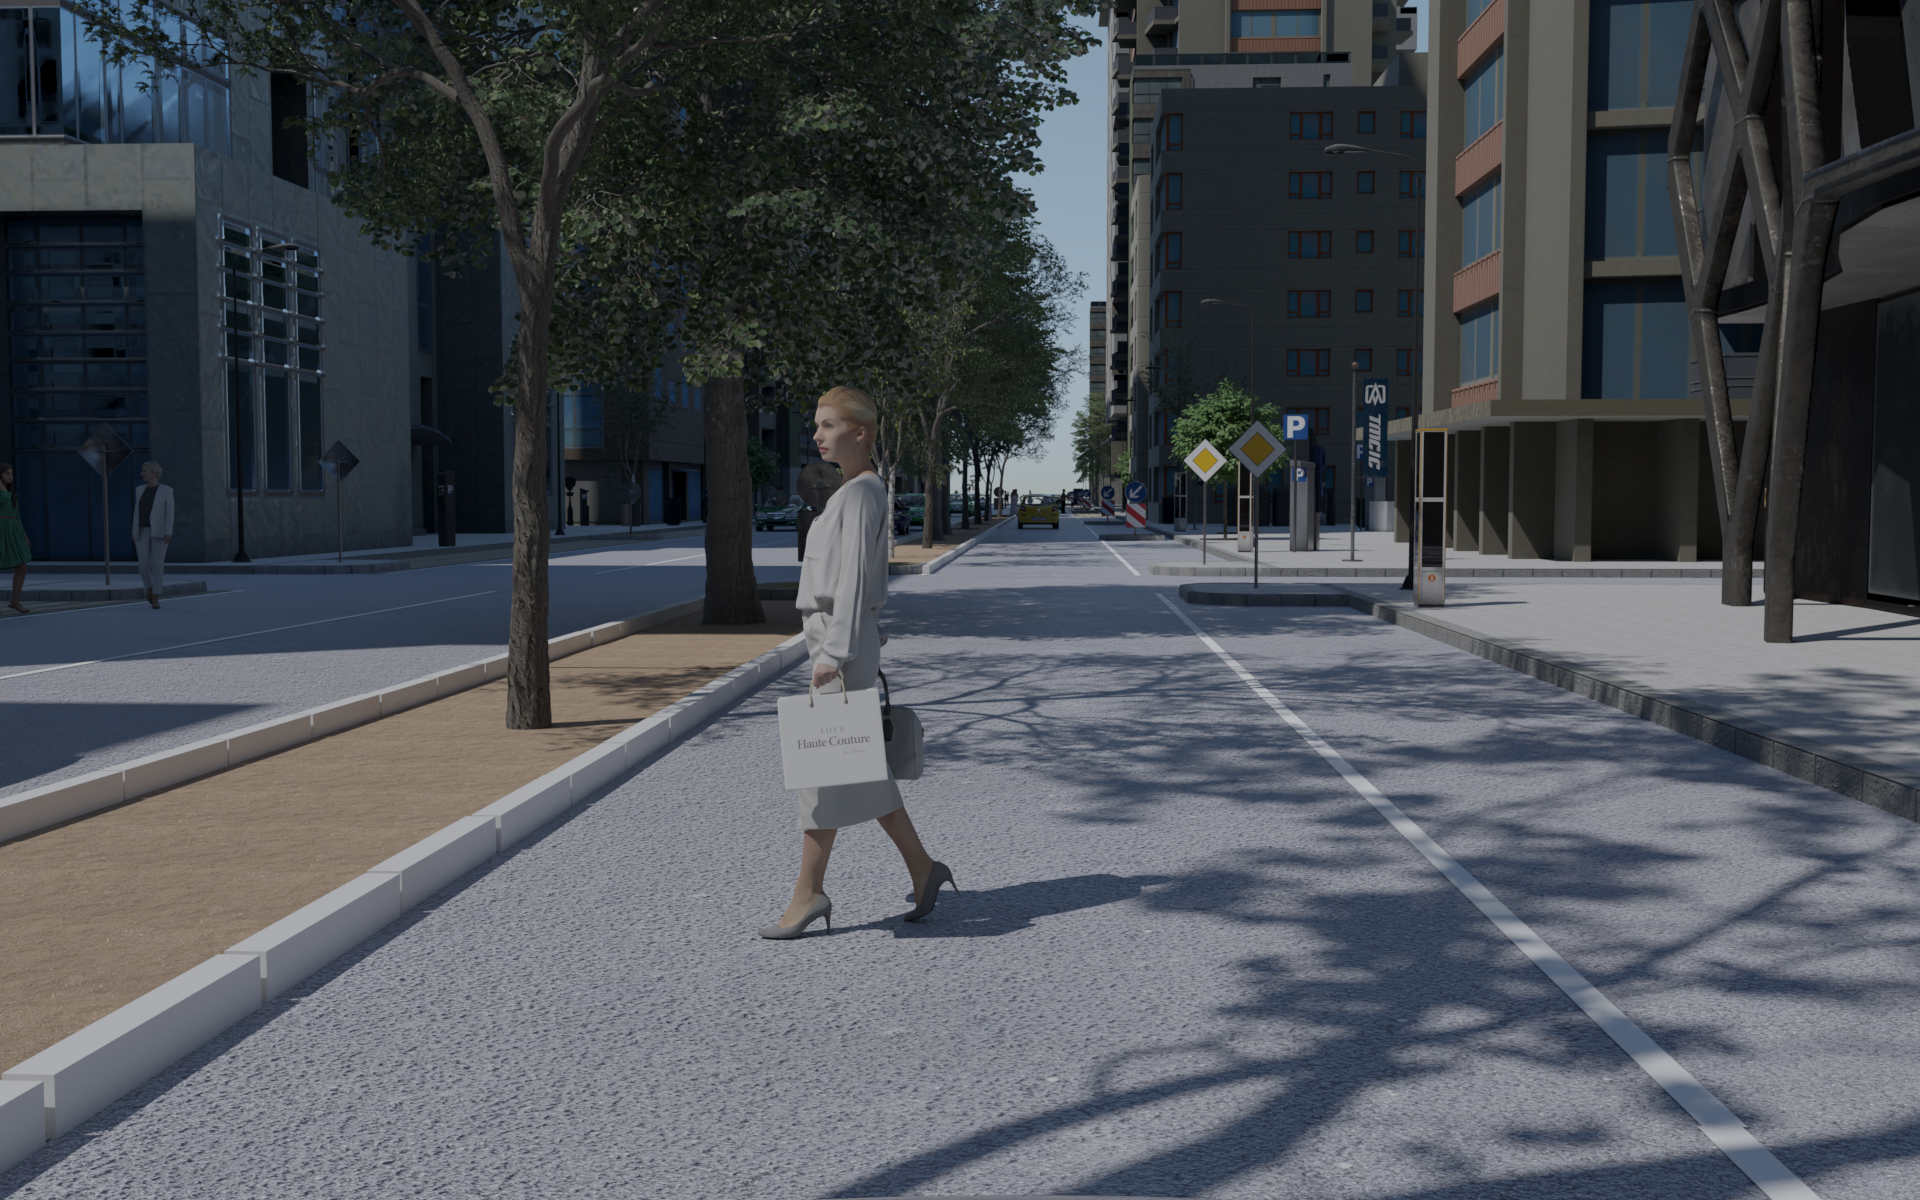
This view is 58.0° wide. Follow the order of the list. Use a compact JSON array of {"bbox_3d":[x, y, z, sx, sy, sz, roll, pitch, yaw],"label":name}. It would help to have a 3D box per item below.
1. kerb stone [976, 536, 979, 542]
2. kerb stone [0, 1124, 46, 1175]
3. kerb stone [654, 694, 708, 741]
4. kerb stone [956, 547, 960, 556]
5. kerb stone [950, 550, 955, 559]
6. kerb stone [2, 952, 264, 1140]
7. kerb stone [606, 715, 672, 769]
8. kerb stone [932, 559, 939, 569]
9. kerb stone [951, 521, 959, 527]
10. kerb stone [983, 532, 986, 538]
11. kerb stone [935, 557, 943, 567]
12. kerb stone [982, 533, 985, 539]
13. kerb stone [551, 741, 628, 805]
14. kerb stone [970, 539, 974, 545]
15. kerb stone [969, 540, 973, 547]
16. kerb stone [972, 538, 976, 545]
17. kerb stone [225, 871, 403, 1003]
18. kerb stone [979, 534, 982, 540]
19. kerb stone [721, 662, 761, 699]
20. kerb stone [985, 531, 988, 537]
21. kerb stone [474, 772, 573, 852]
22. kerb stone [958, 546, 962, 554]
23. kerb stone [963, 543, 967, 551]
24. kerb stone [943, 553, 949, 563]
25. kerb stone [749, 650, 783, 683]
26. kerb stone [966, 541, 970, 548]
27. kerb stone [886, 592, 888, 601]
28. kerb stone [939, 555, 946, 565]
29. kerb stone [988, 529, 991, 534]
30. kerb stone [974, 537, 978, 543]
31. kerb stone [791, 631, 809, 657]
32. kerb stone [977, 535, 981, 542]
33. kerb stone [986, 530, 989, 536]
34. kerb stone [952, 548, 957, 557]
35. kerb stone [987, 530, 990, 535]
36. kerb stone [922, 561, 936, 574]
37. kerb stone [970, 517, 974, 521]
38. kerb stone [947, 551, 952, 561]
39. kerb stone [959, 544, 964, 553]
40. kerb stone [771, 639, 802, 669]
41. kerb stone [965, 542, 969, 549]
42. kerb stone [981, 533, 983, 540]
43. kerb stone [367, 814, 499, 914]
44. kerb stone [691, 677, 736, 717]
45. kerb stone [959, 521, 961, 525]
[{"bbox_3d":[0.399,-1.695,49.910,0.120,0.150,1.000,0,4,3],"label":"kerb stone"},{"bbox_3d":[-2.098,1.161,3.311,0.120,0.150,1.000,0,4,3],"label":"kerb stone"},{"bbox_3d":[-1.702,0.717,10.492,0.120,0.150,1.000,0,4,3],"label":"kerb stone"},{"bbox_3d":[-0.152,-1.068,39.662,0.120,0.150,1.000,0,4,3],"label":"kerb stone"},{"bbox_3d":[-0.248,-0.938,37.607,0.120,0.150,1.000,0,4,3],"label":"kerb stone"},{"bbox_3d":[-2.039,1.095,4.340,0.120,0.150,1.000,0,4,3],"label":"kerb stone"},{"bbox_3d":[-1.761,0.781,9.467,0.120,0.150,1.000,0,4,3],"label":"kerb stone"},{"bbox_3d":[-0.533,-0.630,32.499,0.120,0.150,1.000,0,4,3],"label":"kerb stone"},{"bbox_3d":[-0.226,-3.394,77.682,0.120,0.150,1.000,0,4,3],"label":"kerb stone"},{"bbox_3d":[0.673,-2.008,55.023,0.120,0.150,1.000,0,4,3],"label":"kerb stone"},{"bbox_3d":[-0.478,-0.693,33.522,0.120,0.150,1.000,0,4,3],"label":"kerb stone"},{"bbox_3d":[0.617,-1.945,53.997,0.120,0.150,1.000,0,4,3],"label":"kerb stone"},{"bbox_3d":[-1.814,0.845,8.446,0.120,0.150,1.000,0,4,3],"label":"kerb stone"},{"bbox_3d":[0.231,-1.506,46.816,0.120,0.150,1.000,0,4,3],"label":"kerb stone"},{"bbox_3d":[0.181,-1.443,45.794,0.120,0.150,1.000,0,4,3],"label":"kerb stone"},{"bbox_3d":[0.295,-1.569,47.848,0.120,0.150,1.000,0,4,3],"label":"kerb stone"},{"bbox_3d":[-1.982,1.031,5.371,0.120,0.150,1.000,0,4,3],"label":"kerb stone"},{"bbox_3d":[0.510,-1.820,51.951,0.120,0.150,1.000,0,4,3],"label":"kerb stone"},{"bbox_3d":[-1.603,0.592,12.538,0.120,0.150,1.000,0,4,3],"label":"kerb stone"},{"bbox_3d":[0.730,-2.069,56.043,0.120,0.150,1.000,0,4,3],"label":"kerb stone"},{"bbox_3d":[-1.866,0.904,7.420,0.120,0.150,1.000,0,4,3],"label":"kerb stone"},{"bbox_3d":[-0.095,-1.131,40.684,0.120,0.150,1.000,0,4,3],"label":"kerb stone"},{"bbox_3d":[0.021,-1.256,42.728,0.120,0.150,1.000,0,4,3],"label":"kerb stone"},{"bbox_3d":[-0.367,-0.815,35.566,0.120,0.150,1.000,0,4,3],"label":"kerb stone"},{"bbox_3d":[-1.543,0.529,13.562,0.120,0.150,1.000,0,4,3],"label":"kerb stone"},{"bbox_3d":[0.119,-1.381,44.770,0.120,0.150,1.000,0,4,3],"label":"kerb stone"},{"bbox_3d":[-1.050,-0.030,22.770,0.120,0.150,1.000,0,4,3],"label":"kerb stone"},{"bbox_3d":[-0.429,-0.755,34.543,0.120,0.150,1.000,0,4,3],"label":"kerb stone"},{"bbox_3d":[0.898,-2.257,59.116,0.120,0.150,1.000,0,4,3],"label":"kerb stone"},{"bbox_3d":[0.341,-1.632,48.878,0.120,0.150,1.000,0,4,3],"label":"kerb stone"},{"bbox_3d":[-1.428,0.403,15.605,0.120,0.150,1.000,0,4,3],"label":"kerb stone"},{"bbox_3d":[0.450,-1.758,50.931,0.120,0.150,1.000,0,4,3],"label":"kerb stone"},{"bbox_3d":[0.784,-2.125,57.064,0.120,0.150,1.000,0,4,3],"label":"kerb stone"},{"bbox_3d":[-0.202,-1.002,38.641,0.120,0.150,1.000,0,4,3],"label":"kerb stone"},{"bbox_3d":[0.836,-2.195,58.089,0.120,0.150,1.000,0,4,3],"label":"kerb stone"},{"bbox_3d":[-0.585,-0.565,31.479,0.120,0.150,1.000,0,4,3],"label":"kerb stone"},{"bbox_3d":[0.709,-4.457,95.069,0.120,0.150,1.000,0,4,3],"label":"kerb stone"},{"bbox_3d":[-0.310,-0.880,36.586,0.120,0.150,1.000,0,4,3],"label":"kerb stone"},{"bbox_3d":[-0.039,-1.193,41.708,0.120,0.150,1.000,0,4,3],"label":"kerb stone"},{"bbox_3d":[-1.483,0.466,14.585,0.120,0.150,1.000,0,4,3],"label":"kerb stone"},{"bbox_3d":[0.068,-1.318,43.749,0.120,0.150,1.000,0,4,3],"label":"kerb stone"},{"bbox_3d":[0.561,-1.877,52.977,0.120,0.150,1.000,0,4,3],"label":"kerb stone"},{"bbox_3d":[-1.934,0.967,6.399,0.120,0.150,1.000,0,4,3],"label":"kerb stone"},{"bbox_3d":[-1.655,0.656,11.513,0.120,0.150,1.000,0,4,3],"label":"kerb stone"},{"bbox_3d":[-0.161,-3.456,78.702,0.120,0.150,1.000,0,4,3],"label":"kerb stone"}]
